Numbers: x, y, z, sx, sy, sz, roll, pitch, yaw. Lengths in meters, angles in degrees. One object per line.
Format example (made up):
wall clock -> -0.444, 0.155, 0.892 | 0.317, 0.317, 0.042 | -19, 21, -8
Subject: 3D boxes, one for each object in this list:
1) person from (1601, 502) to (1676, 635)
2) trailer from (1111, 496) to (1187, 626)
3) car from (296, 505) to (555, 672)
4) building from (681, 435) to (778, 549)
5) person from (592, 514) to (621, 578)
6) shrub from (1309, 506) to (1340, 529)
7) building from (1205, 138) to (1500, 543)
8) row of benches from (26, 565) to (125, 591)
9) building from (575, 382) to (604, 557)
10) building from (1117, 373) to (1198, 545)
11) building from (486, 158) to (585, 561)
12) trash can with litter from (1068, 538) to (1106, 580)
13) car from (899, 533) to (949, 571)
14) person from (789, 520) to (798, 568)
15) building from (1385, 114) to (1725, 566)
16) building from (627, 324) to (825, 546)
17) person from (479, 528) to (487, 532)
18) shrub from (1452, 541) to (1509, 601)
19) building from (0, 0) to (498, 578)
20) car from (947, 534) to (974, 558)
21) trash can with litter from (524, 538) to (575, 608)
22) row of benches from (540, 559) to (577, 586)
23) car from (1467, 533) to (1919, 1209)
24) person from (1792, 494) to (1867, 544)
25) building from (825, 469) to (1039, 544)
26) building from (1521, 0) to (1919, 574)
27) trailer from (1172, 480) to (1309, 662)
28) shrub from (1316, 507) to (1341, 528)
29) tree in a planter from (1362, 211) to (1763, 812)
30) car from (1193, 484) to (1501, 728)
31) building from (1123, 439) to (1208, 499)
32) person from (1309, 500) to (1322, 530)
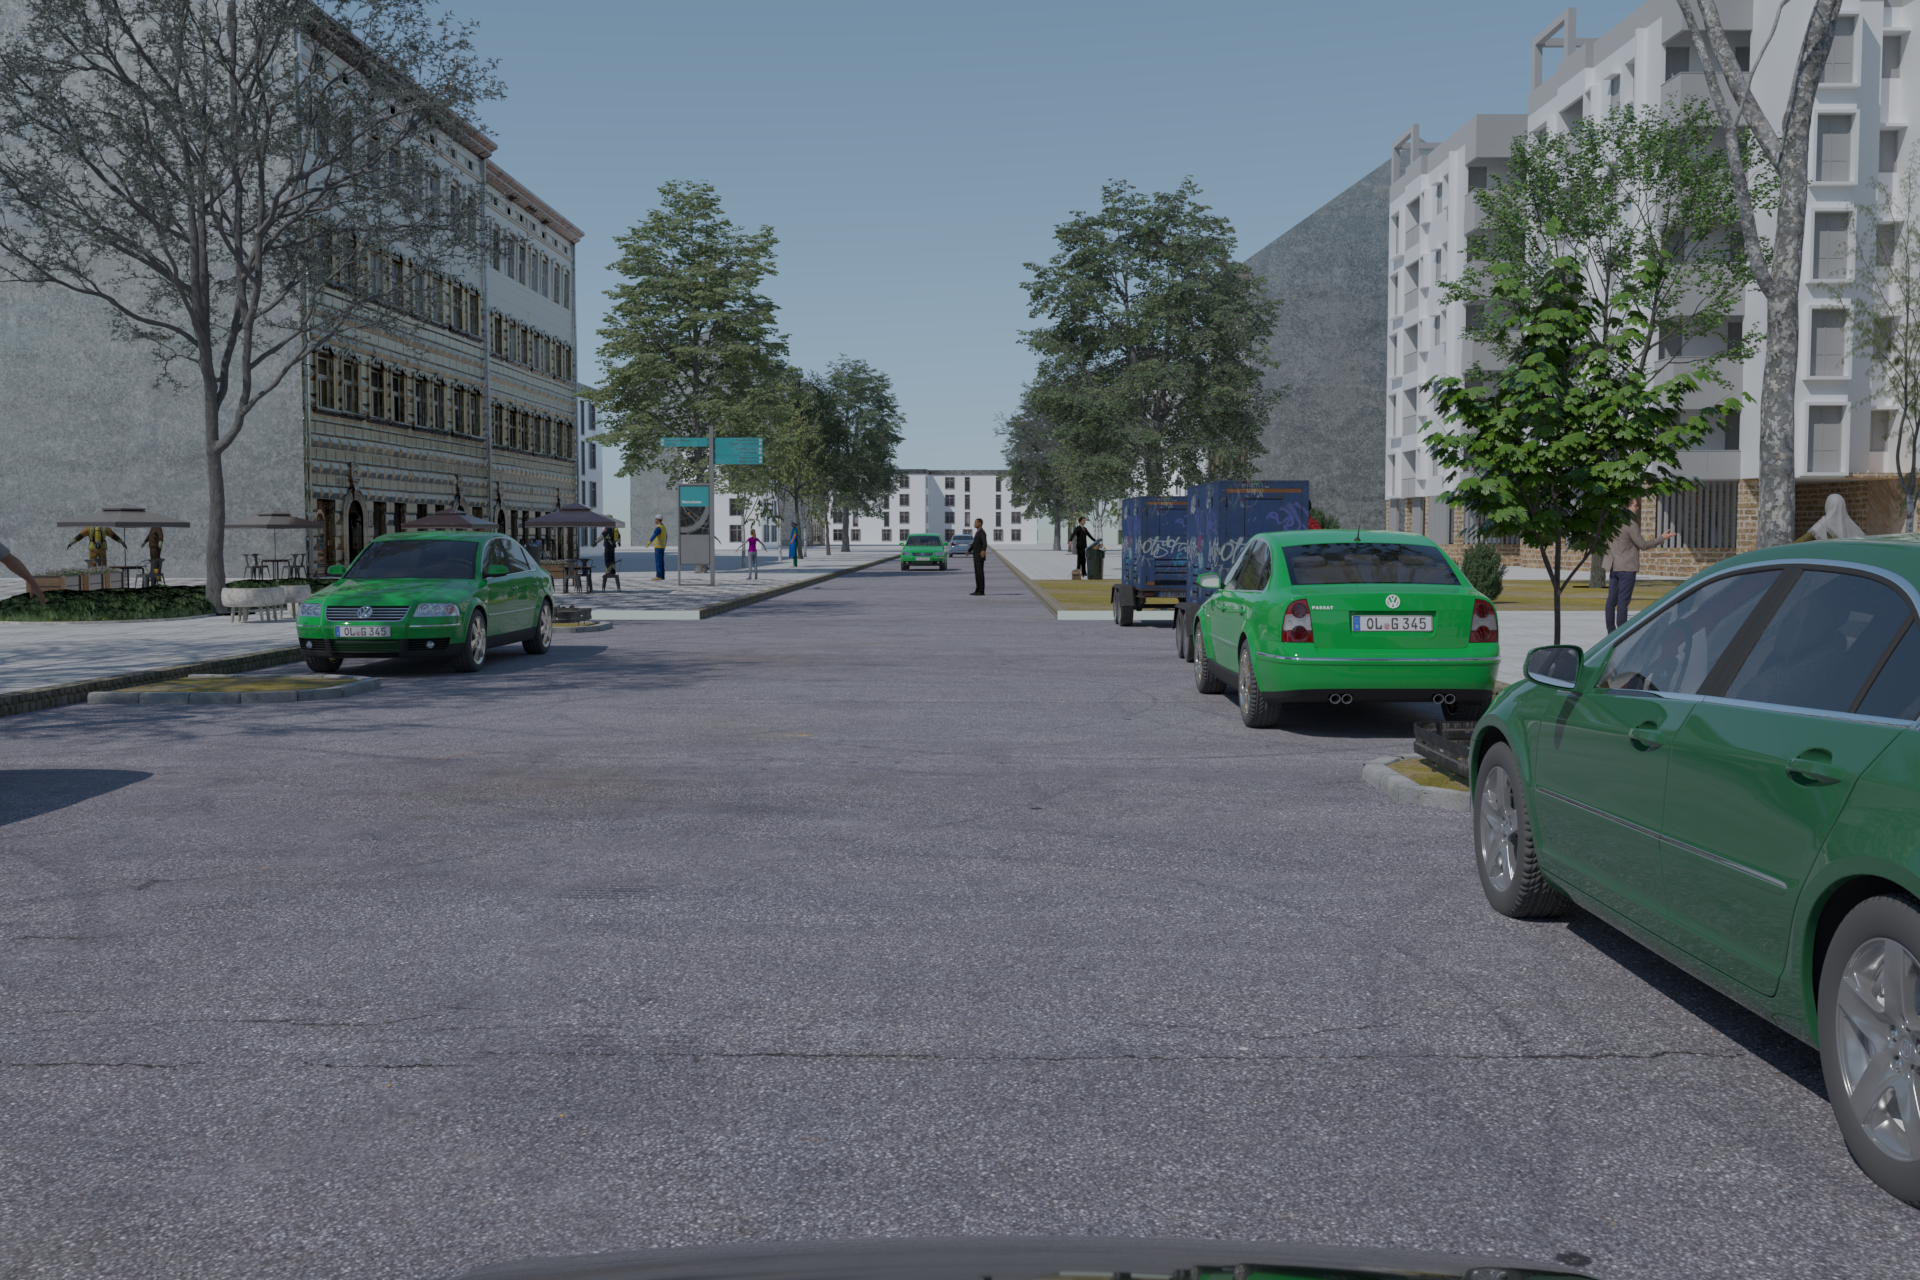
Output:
person -> 8.211, -0.883, 21.003 | 0.750, 1.759, 0.617 | 0, 4, 1
trailer -> 3.158, -1.274, 27.877 | 1.471, 1.999, 3.904 | 0, 4, -1
car -> -5.845, -0.645, 19.349 | 1.959, 1.807, 4.718 | 0, 4, 1
building -> -21.201, -13.317, 159.873 | 9.099, 9.664, 28.070 | 0, 3, 0
person -> -10.239, -2.736, 50.505 | 0.705, 1.856, 1.354 | 1, 4, 23
shrub -> 7.913, -2.150, 39.571 | 1.690, 2.028, 1.600 | 0, 3, 0
building -> 25.553, -16.804, 105.667 | 19.493, 23.208, 18.063 | 0, 4, 0
row of benches -> -16.389, -1.027, 32.252 | 1.422, 0.672, 4.104 | -1, 4, -12
building -> -25.514, -9.803, 102.426 | 9.099, 9.664, 28.070 | 0, 4, 1
building -> 27.702, -20.208, 196.856 | 16.747, 18.905, 31.486 | 0, 4, 0
building -> -28.662, -15.130, 78.308 | 19.493, 23.208, 18.063 | 0, 4, 0
trash can with litter -> 3.558, -2.275, 48.590 | 1.055, 1.170, 0.624 | 0, 4, -1
car -> -1.420, -3.677, 68.910 | 1.959, 1.807, 4.718 | 0, 4, 1
person -> -6.376, -3.684, 66.366 | 0.704, 1.817, 1.347 | 0, 4, -5
building -> 25.509, -13.754, 81.299 | 16.016, 20.090, 11.380 | 0, 4, 1
building -> -24.817, -21.855, 188.263 | 19.493, 23.208, 18.063 | 0, 4, 1
person -> -15.675, -3.091, 57.340 | 0.721, 1.733, 1.217 | 1, 4, 15
shrub -> 9.609, -1.277, 31.995 | 1.383, 1.207, 1.383 | 0, 3, 0
building -> -27.923, -13.939, 58.834 | 19.493, 23.208, 18.063 | 0, 4, 1
car -> 0.178, -5.796, 106.766 | 2.014, 1.417, 4.499 | 0, 3, 0
trash can with litter -> -6.990, -1.108, 29.172 | 1.678, 1.210, 2.233 | 0, 4, 1
row of benches -> -11.303, -1.646, 42.371 | 4.104, 0.672, 1.422 | -1, 4, -17
car -> 2.916, 0.410, 5.089 | 2.131, 1.459, 4.920 | 0, 4, 0
person -> 9.917, -0.796, 19.786 | 1.217, 1.736, 0.721 | 0, 4, -4
building -> -3.935, -17.063, 223.587 | 28.070, 9.664, 9.099 | 0, 4, 6
building -> 26.403, -12.687, 63.856 | 16.016, 20.090, 11.380 | 0, 4, 0
trailer -> 3.231, -0.813, 20.342 | 1.471, 1.999, 3.904 | 0, 4, 0
shrub -> 9.975, -2.667, 48.020 | 1.690, 2.028, 1.600 | 0, 3, 0
tree in a planter -> 3.343, -0.760, 9.648 | 1.991, 3.239, 1.994 | 0, 4, 0
car -> 2.999, -0.329, 14.167 | 1.959, 1.807, 4.718 | 0, 4, 0
building -> 21.275, -13.751, 166.983 | 9.099, 9.664, 28.070 | 0, 4, 0
person -> 4.934, -1.157, 25.033 | 0.704, 1.816, 1.345 | -2, 4, -27
